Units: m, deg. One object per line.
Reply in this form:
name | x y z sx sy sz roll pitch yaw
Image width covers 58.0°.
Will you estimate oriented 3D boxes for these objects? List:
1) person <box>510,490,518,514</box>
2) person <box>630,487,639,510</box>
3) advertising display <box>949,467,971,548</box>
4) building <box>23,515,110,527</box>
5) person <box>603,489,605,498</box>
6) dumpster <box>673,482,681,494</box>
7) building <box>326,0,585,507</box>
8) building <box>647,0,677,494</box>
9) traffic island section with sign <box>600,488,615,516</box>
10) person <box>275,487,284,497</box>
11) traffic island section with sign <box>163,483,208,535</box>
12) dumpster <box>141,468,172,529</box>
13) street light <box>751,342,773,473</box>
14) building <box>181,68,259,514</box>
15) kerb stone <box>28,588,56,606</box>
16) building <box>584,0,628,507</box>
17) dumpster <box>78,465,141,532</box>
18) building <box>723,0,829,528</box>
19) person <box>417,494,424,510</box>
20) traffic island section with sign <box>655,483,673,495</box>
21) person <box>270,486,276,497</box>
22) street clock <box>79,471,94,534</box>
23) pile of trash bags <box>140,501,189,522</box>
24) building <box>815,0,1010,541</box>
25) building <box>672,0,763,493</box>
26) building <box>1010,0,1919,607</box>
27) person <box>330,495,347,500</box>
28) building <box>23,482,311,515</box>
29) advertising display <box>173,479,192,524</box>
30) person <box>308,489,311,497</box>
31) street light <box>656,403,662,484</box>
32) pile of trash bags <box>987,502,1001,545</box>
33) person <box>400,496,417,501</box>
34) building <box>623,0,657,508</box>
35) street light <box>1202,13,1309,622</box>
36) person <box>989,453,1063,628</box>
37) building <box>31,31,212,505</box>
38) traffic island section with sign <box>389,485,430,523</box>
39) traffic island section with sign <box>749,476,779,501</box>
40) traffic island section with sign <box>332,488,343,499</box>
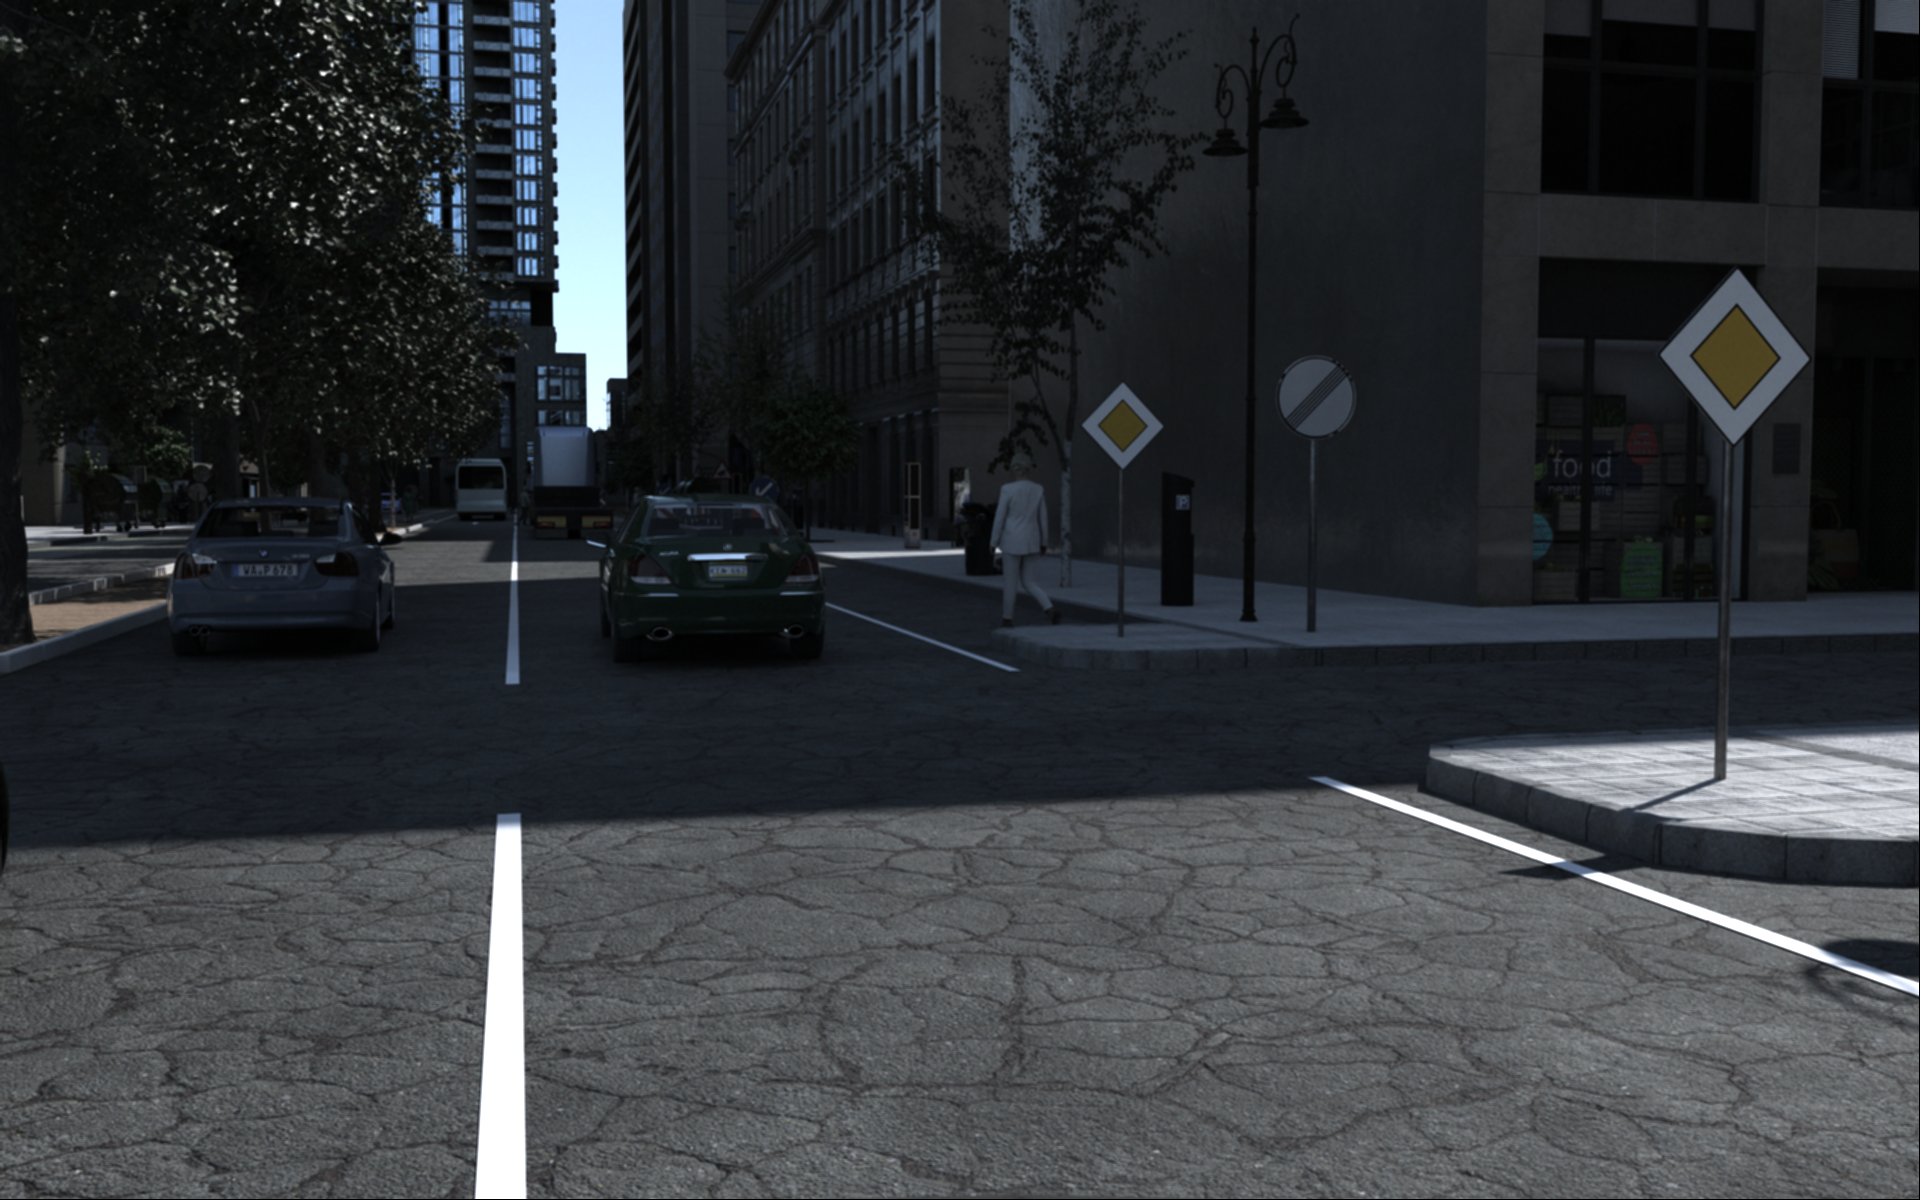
person | -32.271 -7.087 125.286 0.530 1.710 0.541 -1 4 -12
person | -15.547 -4.551 83.387 0.782 1.767 0.515 2 4 30
advertising display | 0.010 -2.245 41.927 0.123 1.923 0.974 2 4 26
building | -47.641 -13.086 58.989 27.650 21.520 28.899 -1 4 -14
person | -24.513 -6.744 118.762 0.705 1.824 1.348 0 4 -8
dumpster | -11.637 -4.208 74.566 1.264 1.857 1.865 -1 4 -14
building | -55.064 -52.948 178.379 31.000 86.520 22.319 -1 4 -14
building | -16.299 -29.522 132.797 14.600 45.320 14.200 -1 4 -14
traffic island section with sign | -23.866 -6.465 114.330 1.989 1.847 2.006 -1 4 -14
person | -29.093 -3.957 73.940 0.466 1.731 0.760 -1 4 -17
traffic island section with sign | -27.079 -3.234 61.498 1.989 1.847 2.006 -1 4 -14
dumpster | -30.243 -3.782 64.331 1.502 2.255 1.985 -1 4 -14
street light | -6.047 -4.898 52.875 0.468 5.910 1.993 -1 4 -14
building | -54.542 -28.362 113.826 14.600 45.320 14.200 -1 4 -14
kerb stone | -12.086 -0.025 22.708 0.120 0.150 1.000 -1 4 -14
building | -24.094 -53.401 185.769 31.000 86.520 22.319 -1 4 -14
dumpster | -28.886 -3.438 58.701 1.502 2.255 1.985 -1 4 -14
building | -2.895 -17.144 77.570 12.463 27.353 25.104 -1 4 -14
person | -47.506 -8.611 152.528 0.697 1.427 0.421 -2 4 -34
traffic island section with sign | -11.352 -3.481 65.541 1.989 1.847 2.006 -1 4 -14
person | -31.572 -4.314 79.373 0.599 1.781 0.374 0 4 -2
street clock | -27.741 -3.087 55.043 0.471 2.002 0.358 2 4 28
pile of trash bags | -36.972 -4.244 79.141 3.447 1.369 1.912 1 4 10
building | 1.721 -12.658 56.113 9.793 20.994 18.267 -1 4 -14
building | -8.068 -34.900 112.612 21.231 58.520 28.212 -1 4 -14
building | 19.938 -13.930 32.278 34.151 26.468 19.350 -1 4 -14
person | -40.349 -6.345 112.251 1.348 1.824 0.705 -3 5 -42
building | -67.175 -17.856 136.991 28.899 21.520 27.650 -1 4 -14
advertising display | -33.878 -4.296 75.461 0.974 1.923 0.123 1 4 22
person | -30.626 -4.428 81.902 0.512 1.701 0.522 -1 4 -9
street light | -15.257 -7.070 88.385 0.468 5.910 1.993 -1 4 -14
pile of trash bags | 1.615 -2.139 44.731 1.912 1.369 3.447 1 4 17
person | -38.943 -6.926 122.454 1.217 1.743 0.721 -1 4 -14
building | -17.825 -32.288 151.605 21.300 48.544 21.600 -1 4 -14
street light | 2.912 -2.723 17.301 0.468 5.910 1.993 -1 4 -14
person | 0.656 -0.548 17.346 0.818 1.842 0.514 3 5 41
building | -56.396 -30.728 91.638 28.713 52.752 27.495 -1 4 -14
traffic island section with sign | -27.101 -4.730 85.477 2.006 1.907 1.989 -1 4 -14
traffic island section with sign | -4.665 -1.884 39.426 1.989 1.847 2.006 -1 4 -14
traffic island section with sign | -39.533 -6.208 110.135 1.989 1.847 2.006 -1 4 -14
